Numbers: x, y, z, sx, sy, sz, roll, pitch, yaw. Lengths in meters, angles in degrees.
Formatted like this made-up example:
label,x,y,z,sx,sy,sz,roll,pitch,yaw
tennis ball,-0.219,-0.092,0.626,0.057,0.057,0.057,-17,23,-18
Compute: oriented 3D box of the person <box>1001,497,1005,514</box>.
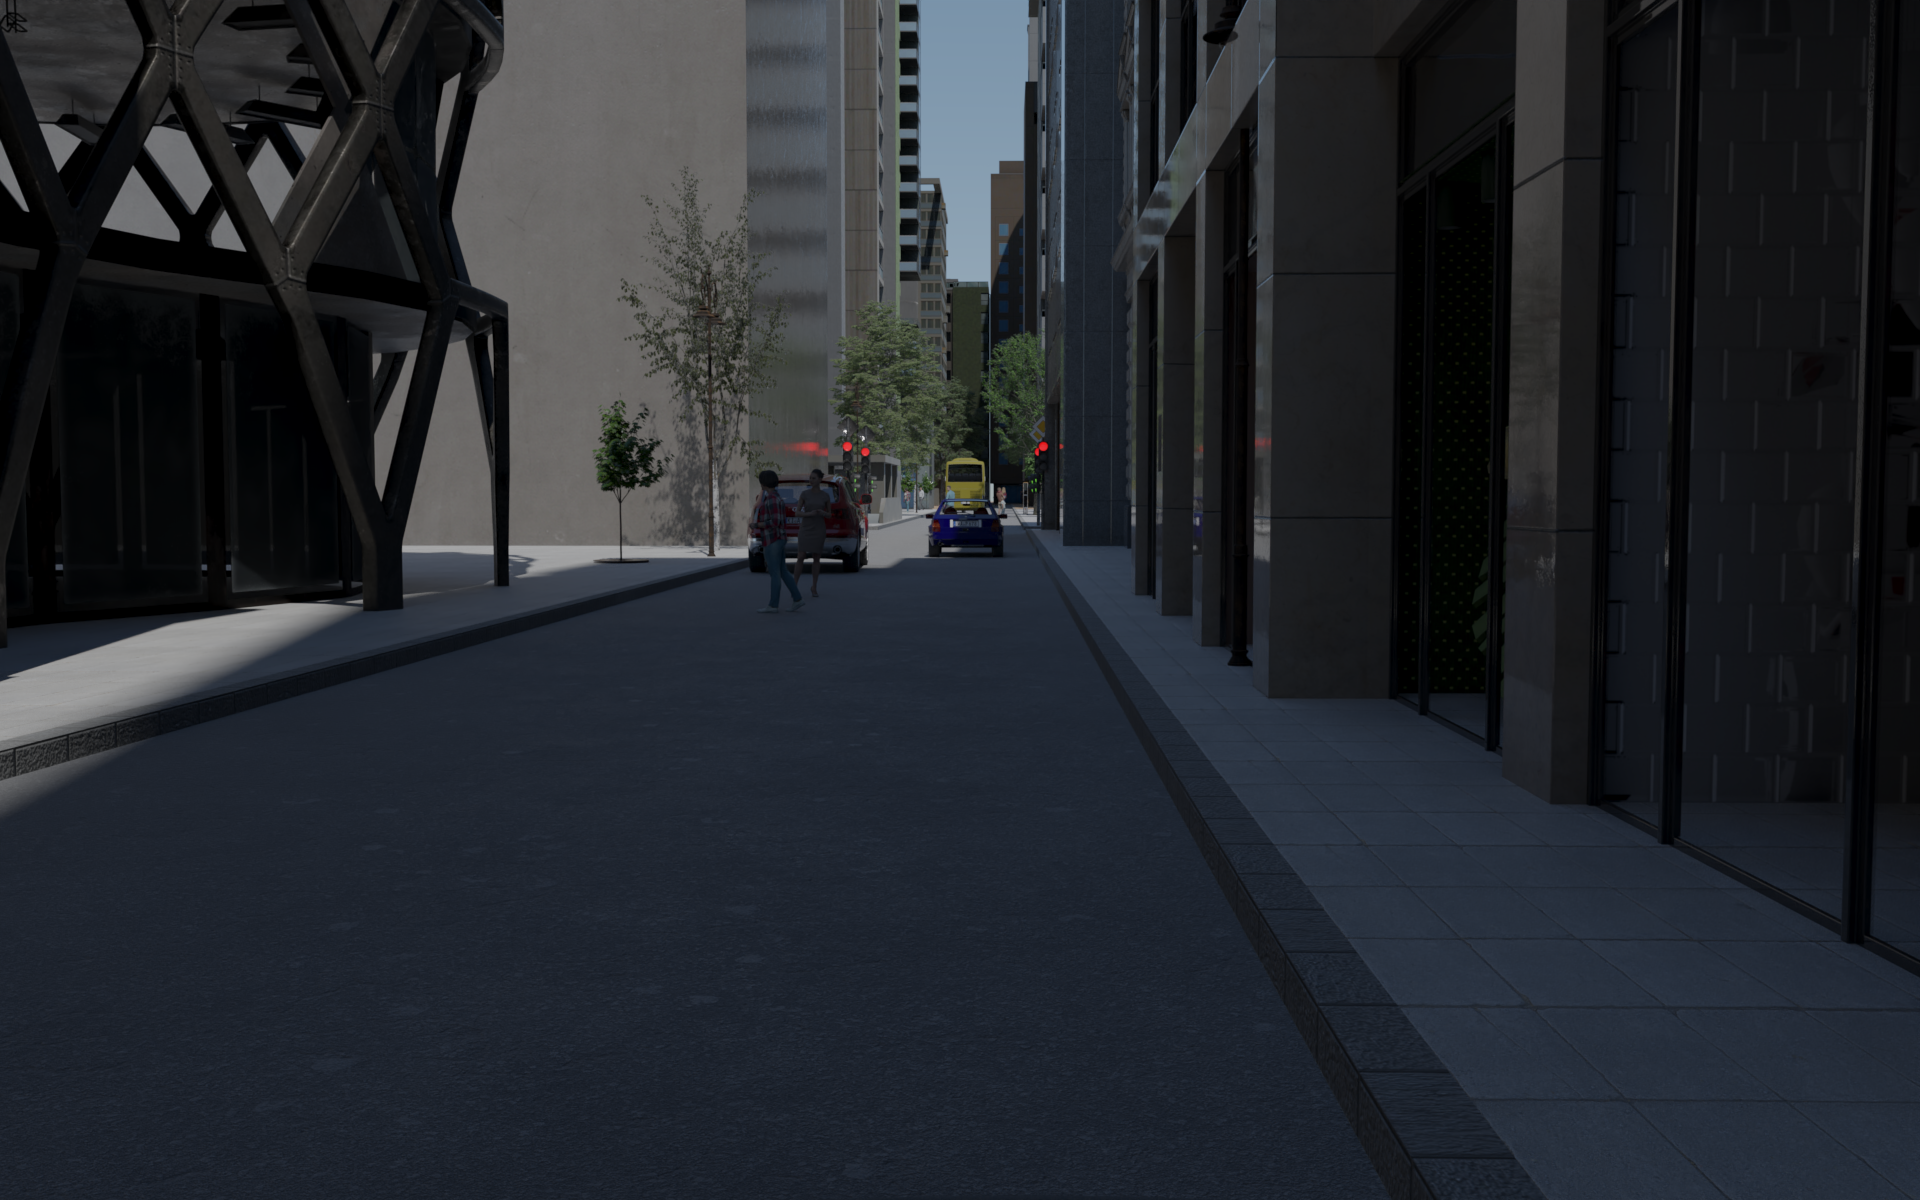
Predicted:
label,x,y,z,sx,sy,sz,roll,pitch,yaw
person,2.402,-5.163,97.602,0.332,1.250,0.352,-2,4,-35

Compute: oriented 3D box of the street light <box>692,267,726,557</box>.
label,x,y,z,sx,sy,sz,roll,pitch,yaw
street light,-5.101,-3.828,35.378,0.468,5.910,1.993,0,4,1

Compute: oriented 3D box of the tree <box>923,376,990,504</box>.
label,x,y,z,sx,sy,sz,roll,pitch,yaw
tree,-1.727,-17.008,184.734,9.857,13.997,8.962,0,3,0

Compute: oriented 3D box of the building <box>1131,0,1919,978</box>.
label,x,y,z,sx,sy,sz,roll,pitch,yaw
building,11.399,-12.239,4.625,19.350,26.468,34.151,0,4,1

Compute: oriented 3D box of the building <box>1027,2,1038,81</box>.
label,x,y,z,sx,sy,sz,roll,pitch,yaw
building,18.531,-40.611,205.996,21.231,58.520,28.212,0,4,1

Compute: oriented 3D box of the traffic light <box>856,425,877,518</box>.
label,x,y,z,sx,sy,sz,roll,pitch,yaw
traffic light,-3.796,-4.974,70.241,0.839,4.253,0.868,0,4,1

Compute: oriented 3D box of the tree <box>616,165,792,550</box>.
label,x,y,z,sx,sy,sz,roll,pitch,yaw
tree,-5.545,-5.417,38.930,4.360,8.622,3.978,0,3,0

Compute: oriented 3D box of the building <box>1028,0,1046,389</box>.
label,x,y,z,sx,sy,sz,roll,pitch,yaw
building,20.934,-35.118,163.415,28.713,52.752,27.495,0,4,1

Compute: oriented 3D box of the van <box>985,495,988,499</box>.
label,x,y,z,sx,sy,sz,roll,pitch,yaw
van,2.312,-12.212,206.671,2.013,2.044,4.112,0,4,2

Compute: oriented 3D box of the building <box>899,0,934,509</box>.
label,x,y,z,sx,sy,sz,roll,pitch,yaw
building,-13.369,-51.784,159.332,22.319,86.520,31.000,0,4,1

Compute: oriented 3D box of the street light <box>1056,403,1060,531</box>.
label,x,y,z,sx,sy,sz,roll,pitch,yaw
street light,3.460,-5.383,60.792,0.468,5.910,1.993,0,4,1

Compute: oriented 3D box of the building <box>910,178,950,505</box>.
label,x,y,z,sx,sy,sz,roll,pitch,yaw
building,-13.362,-31.416,205.524,23.993,40.220,32.217,0,4,1

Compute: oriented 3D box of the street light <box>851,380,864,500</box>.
label,x,y,z,sx,sy,sz,roll,pitch,yaw
street light,-4.171,-5.976,70.495,0.468,5.910,1.993,0,4,1

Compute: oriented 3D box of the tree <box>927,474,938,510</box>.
label,x,y,z,sx,sy,sz,roll,pitch,yaw
tree,-2.907,-9.138,143.999,1.663,3.219,1.824,0,3,0

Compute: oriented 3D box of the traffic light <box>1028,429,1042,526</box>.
label,x,y,z,sx,sy,sz,roll,pitch,yaw
traffic light,3.164,-4.964,70.080,0.839,4.253,0.868,0,4,1

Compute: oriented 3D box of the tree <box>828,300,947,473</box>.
label,x,y,z,sx,sy,sz,roll,pitch,yaw
tree,-4.334,-11.232,101.771,7.486,12.596,7.792,0,3,0

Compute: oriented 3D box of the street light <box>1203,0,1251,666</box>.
label,x,y,z,sx,sy,sz,roll,pitch,yaw
street light,2.093,-2.447,12.792,0.468,5.910,1.993,0,4,1

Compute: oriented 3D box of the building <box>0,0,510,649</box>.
label,x,y,z,sx,sy,sz,roll,pitch,yaw
building,-14.303,-9.322,19.862,16.820,18.784,16.811,0,4,1

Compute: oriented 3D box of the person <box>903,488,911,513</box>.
label,x,y,z,sx,sy,sz,roll,pitch,yaw
person,-3.626,-6.864,119.108,0.563,1.720,0.643,3,5,44

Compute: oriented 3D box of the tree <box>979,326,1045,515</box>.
label,x,y,z,sx,sy,sz,roll,pitch,yaw
tree,4.751,-10.914,104.198,9.928,11.665,9.643,0,3,0

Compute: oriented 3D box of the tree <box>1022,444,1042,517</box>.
label,x,y,z,sx,sy,sz,roll,pitch,yaw
tree,5.124,-6.912,96.731,4.285,4.588,4.351,0,3,0

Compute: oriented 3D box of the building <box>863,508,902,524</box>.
label,x,y,z,sx,sy,sz,roll,pitch,yaw
building,-19.252,-23.812,81.215,32.217,40.220,23.993,0,4,1

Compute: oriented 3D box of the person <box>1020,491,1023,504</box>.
label,x,y,z,sx,sy,sz,roll,pitch,yaw
person,7.879,-13.134,221.697,0.530,1.710,0.541,0,4,-7

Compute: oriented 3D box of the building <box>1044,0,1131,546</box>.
label,x,y,z,sx,sy,sz,roll,pitch,yaw
building,8.790,-14.289,51.653,12.078,24.808,19.932,0,4,1

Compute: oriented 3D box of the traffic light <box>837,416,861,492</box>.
label,x,y,z,sx,sy,sz,roll,pitch,yaw
traffic light,-4.000,-4.486,62.259,0.839,4.253,0.868,0,4,1

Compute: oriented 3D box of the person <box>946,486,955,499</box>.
label,x,y,z,sx,sy,sz,roll,pitch,yaw
person,-0.453,-4.557,82.868,0.638,1.841,0.748,-2,4,-34

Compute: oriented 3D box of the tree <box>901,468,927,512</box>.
label,x,y,z,sx,sy,sz,roll,pitch,yaw
tree,-3.814,-8.138,127.658,1.663,3.219,1.824,0,3,0

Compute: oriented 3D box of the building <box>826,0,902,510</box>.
label,x,y,z,sx,sy,sz,roll,pitch,yaw
building,-11.363,-26.357,114.538,14.154,41.232,14.086,0,4,1

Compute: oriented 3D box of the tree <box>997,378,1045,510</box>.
label,x,y,z,sx,sy,sz,roll,pitch,yaw
tree,6.864,-12.715,142.299,8.767,10.594,7.601,2,4,35

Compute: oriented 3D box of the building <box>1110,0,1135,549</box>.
label,x,y,z,sx,sy,sz,roll,pitch,yaw
building,8.505,-12.411,31.794,11.050,23.489,19.941,0,4,1

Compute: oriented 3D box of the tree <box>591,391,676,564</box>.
label,x,y,z,sx,sy,sz,roll,pitch,yaw
tree,-6.389,-2.302,32.242,1.663,3.219,1.824,0,3,0

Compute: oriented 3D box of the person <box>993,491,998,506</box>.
label,x,y,z,sx,sy,sz,roll,pitch,yaw
person,4.435,-12.123,207.234,1.217,1.766,0.721,-2,4,-30

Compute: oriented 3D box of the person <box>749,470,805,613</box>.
label,x,y,z,sx,sy,sz,roll,pitch,yaw
person,-2.208,-0.707,20.900,0.643,1.720,0.563,0,4,1

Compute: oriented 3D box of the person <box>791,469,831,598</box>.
label,x,y,z,sx,sy,sz,roll,pitch,yaw
person,-2.064,-0.931,24.061,0.599,1.781,0.374,-1,4,-13

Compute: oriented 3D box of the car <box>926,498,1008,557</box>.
label,x,y,z,sx,sy,sz,roll,pitch,yaw
car,0.150,-1.716,40.644,1.945,1.354,3.894,0,4,1

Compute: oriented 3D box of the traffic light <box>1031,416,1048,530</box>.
label,x,y,z,sx,sy,sz,roll,pitch,yaw
traffic light,2.959,-4.476,62.097,0.839,4.253,0.868,0,4,1

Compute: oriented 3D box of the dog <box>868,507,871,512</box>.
label,x,y,z,sx,sy,sz,roll,pitch,yaw
dog,-5.393,-5.433,105.656,0.406,0.507,0.540,3,4,36

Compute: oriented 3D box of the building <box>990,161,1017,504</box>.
label,x,y,z,sx,sy,sz,roll,pitch,yaw
building,11.295,-35.798,235.407,14.200,45.320,14.600,0,4,1

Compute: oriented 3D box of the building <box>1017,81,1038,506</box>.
label,x,y,z,sx,sy,sz,roll,pitch,yaw
building,13.732,-32.705,184.839,14.600,45.320,14.200,0,4,1

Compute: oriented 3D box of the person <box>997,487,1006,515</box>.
label,x,y,z,sx,sy,sz,roll,pitch,yaw
person,2.491,-5.812,103.493,0.580,1.828,0.573,0,4,-8

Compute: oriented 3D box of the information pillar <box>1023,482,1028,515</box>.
label,x,y,z,sx,sy,sz,roll,pitch,yaw
information pillar,4.109,-6.370,108.636,0.304,2.012,0.304,0,4,2

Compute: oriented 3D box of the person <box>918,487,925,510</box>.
label,x,y,z,sx,sy,sz,roll,pitch,yaw
person,-3.090,-8.018,137.238,0.850,1.850,0.679,-3,5,-40

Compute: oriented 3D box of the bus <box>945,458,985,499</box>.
label,x,y,z,sx,sy,sz,roll,pitch,yaw
bus,0.350,-7.696,117.374,2.896,3.916,12.252,0,4,0

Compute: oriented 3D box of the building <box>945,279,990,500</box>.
label,x,y,z,sx,sy,sz,roll,pitch,yaw
building,-2.871,-28.370,235.544,14.107,30.474,14.160,0,4,1

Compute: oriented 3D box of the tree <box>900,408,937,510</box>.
label,x,y,z,sx,sy,sz,roll,pitch,yaw
tree,-3.702,-11.572,139.568,4.737,8.622,4.395,0,3,0

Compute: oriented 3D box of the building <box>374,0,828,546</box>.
label,x,y,z,sx,sy,sz,roll,pitch,yaw
building,-21.946,-15.136,51.982,34.151,26.468,19.350,0,4,1

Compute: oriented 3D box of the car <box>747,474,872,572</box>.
label,x,y,z,sx,sy,sz,roll,pitch,yaw
car,-2.858,-1.506,33.300,2.281,1.827,5.304,0,3,0

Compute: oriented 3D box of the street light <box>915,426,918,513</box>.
label,x,y,z,sx,sy,sz,roll,pitch,yaw
street light,-2.968,-8.902,118.342,0.468,5.910,1.993,0,4,1
